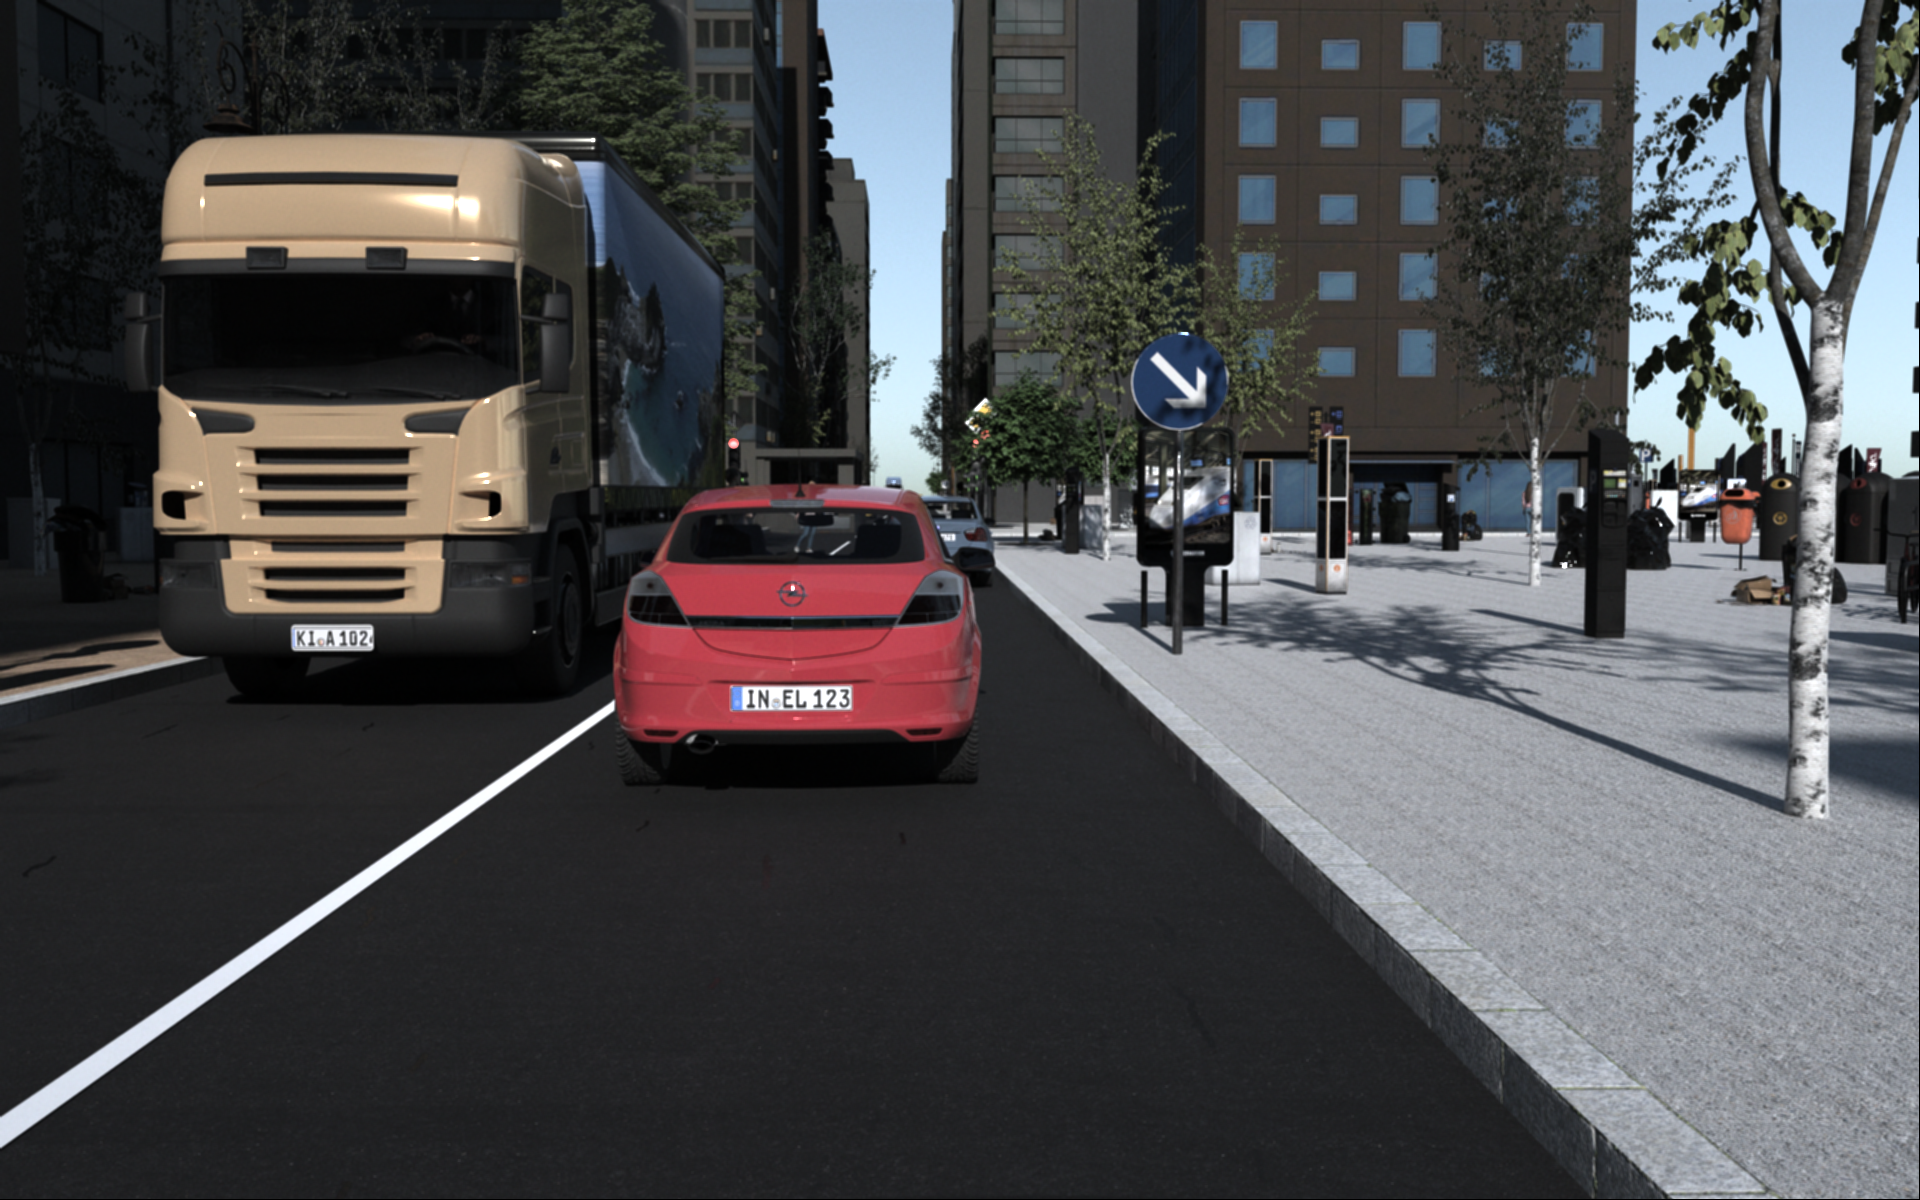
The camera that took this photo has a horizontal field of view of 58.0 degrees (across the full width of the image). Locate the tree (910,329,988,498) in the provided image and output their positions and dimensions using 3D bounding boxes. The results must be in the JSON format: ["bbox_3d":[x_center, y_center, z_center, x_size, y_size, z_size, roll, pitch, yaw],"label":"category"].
[{"bbox_3d":[0.783,-9.974,97.482,7.601,10.594,8.767,-1,4,-10],"label":"tree"}]

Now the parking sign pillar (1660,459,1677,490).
[{"bbox_3d":[54.278,-8.826,132.771,1.447,3.967,1.447,-1,4,-22],"label":"parking sign pillar"}]

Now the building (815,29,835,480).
[{"bbox_3d":[-23.128,-30.993,161.364,22.147,44.769,28.867,0,4,-1],"label":"building"}]

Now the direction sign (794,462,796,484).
[{"bbox_3d":[-8.396,-5.889,88.281,0.379,3.537,0.876,-1,4,-11],"label":"direction sign"}]

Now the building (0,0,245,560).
[{"bbox_3d":[-28.998,-36.560,36.011,20.611,71.187,20.563,0,4,-1],"label":"building"}]

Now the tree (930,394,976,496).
[{"bbox_3d":[-0.180,-10.672,124.846,4.360,8.622,3.978,0,3,0],"label":"tree"}]

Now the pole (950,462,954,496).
[{"bbox_3d":[-0.506,-7.201,111.575,0.158,3.312,0.155,0,3,0],"label":"pole"}]

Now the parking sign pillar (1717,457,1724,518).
[{"bbox_3d":[40.631,-6.328,91.937,1.447,3.967,1.447,-3,5,-43],"label":"parking sign pillar"}]

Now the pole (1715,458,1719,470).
[{"bbox_3d":[43.029,-6.402,98.516,0.158,3.312,0.155,0,3,0],"label":"pole"}]

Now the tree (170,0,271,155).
[{"bbox_3d":[-8.372,-4.319,20.982,4.360,8.622,3.978,0,3,0],"label":"tree"}]

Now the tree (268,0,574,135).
[{"bbox_3d":[-7.533,-4.695,27.129,4.360,8.622,3.978,0,3,0],"label":"tree"}]

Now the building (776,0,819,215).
[{"bbox_3d":[-18.728,-29.954,139.856,14.600,45.320,14.200,0,4,-1],"label":"building"}]

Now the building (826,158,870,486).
[{"bbox_3d":[-24.139,-38.470,252.679,21.300,48.544,21.600,0,4,-1],"label":"building"}]

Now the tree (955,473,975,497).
[{"bbox_3d":[0.116,-8.651,136.044,1.663,3.219,1.824,0,3,0],"label":"tree"}]

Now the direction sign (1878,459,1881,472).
[{"bbox_3d":[58.642,-7.294,111.251,0.876,3.537,0.379,2,4,35],"label":"direction sign"}]

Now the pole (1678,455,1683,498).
[{"bbox_3d":[37.694,-5.922,90.675,0.158,3.312,0.155,0,3,0],"label":"pole"}]

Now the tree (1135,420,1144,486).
[{"bbox_3d":[5.300,-4.743,61.259,4.285,4.588,4.351,0,3,0],"label":"tree"}]

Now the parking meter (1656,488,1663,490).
[{"bbox_3d":[29.327,-3.940,72.836,0.372,1.533,0.369,0,3,0],"label":"parking meter"}]

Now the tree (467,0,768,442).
[{"bbox_3d":[-8.413,-7.441,39.782,7.486,12.596,7.792,0,3,0],"label":"tree"}]

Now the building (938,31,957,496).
[{"bbox_3d":[6.887,-50.724,267.594,20.563,71.187,20.611,0,4,-1],"label":"building"}]

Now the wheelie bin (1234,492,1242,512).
[{"bbox_3d":[4.127,-1.232,28.045,0.693,1.594,0.980,-1,4,-21],"label":"wheelie bin"}]

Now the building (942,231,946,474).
[{"bbox_3d":[4.001,-38.874,285.691,14.600,45.320,14.200,0,4,-1],"label":"building"}]

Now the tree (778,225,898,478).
[{"bbox_3d":[-10.956,-16.433,124.575,12.611,20.169,13.585,0,3,0],"label":"tree"}]

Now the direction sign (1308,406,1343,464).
[{"bbox_3d":[9.459,-3.232,44.847,0.876,3.537,0.379,0,4,3],"label":"direction sign"}]

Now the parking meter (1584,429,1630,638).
[{"bbox_3d":[5.776,-0.597,15.469,0.255,1.863,0.399,0,4,1],"label":"parking meter"}]

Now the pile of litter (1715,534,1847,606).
[{"bbox_3d":[9.682,-0.395,20.419,1.719,0.858,1.176,0,4,-8],"label":"pile of litter"}]

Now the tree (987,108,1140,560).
[{"bbox_3d":[2.742,-5.056,33.034,4.737,8.622,4.395,0,3,0],"label":"tree"}]

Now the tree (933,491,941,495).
[{"bbox_3d":[-3.280,-15.088,241.293,1.663,3.219,1.824,0,3,0],"label":"tree"}]

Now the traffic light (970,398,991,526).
[{"bbox_3d":[0.725,-3.773,50.612,0.839,4.253,0.868,0,4,-1],"label":"traffic light"}]

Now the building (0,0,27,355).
[{"bbox_3d":[-16.240,-21.962,9.194,14.600,45.320,14.200,0,4,-1],"label":"building"}]

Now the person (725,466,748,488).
[{"bbox_3d":[-3.734,-1.294,29.022,0.648,1.900,0.474,-3,5,-42],"label":"person"}]

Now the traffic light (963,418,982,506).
[{"bbox_3d":[0.531,-4.261,58.595,0.839,4.253,0.868,0,4,-1],"label":"traffic light"}]

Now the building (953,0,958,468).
[{"bbox_3d":[9.775,-39.862,193.749,21.231,58.520,28.212,0,4,-1],"label":"building"}]

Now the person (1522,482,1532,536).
[{"bbox_3d":[17.804,-2.782,53.996,0.555,1.821,0.388,2,4,32],"label":"person"}]

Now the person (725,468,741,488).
[{"bbox_3d":[-2.967,-0.881,23.252,0.599,1.781,0.374,0,4,4],"label":"person"}]

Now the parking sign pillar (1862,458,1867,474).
[{"bbox_3d":[52.862,-6.915,101.539,1.447,3.967,1.447,-3,5,-42],"label":"parking sign pillar"}]

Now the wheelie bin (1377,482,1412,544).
[{"bbox_3d":[11.268,-2.260,44.866,0.693,1.594,0.980,-3,5,-43],"label":"wheelie bin"}]

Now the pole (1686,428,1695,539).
[{"bbox_3d":[20.714,-3.380,49.104,0.158,3.312,0.155,0,3,0],"label":"pole"}]

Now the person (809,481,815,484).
[{"bbox_3d":[-3.674,-1.942,40.924,0.598,1.740,0.731,2,4,28],"label":"person"}]

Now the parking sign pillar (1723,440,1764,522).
[{"bbox_3d":[36.508,-5.599,80.021,1.447,3.967,1.447,-2,4,-28],"label":"parking sign pillar"}]

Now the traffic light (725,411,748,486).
[{"bbox_3d":[-7.577,-4.248,58.383,0.839,4.253,0.868,0,4,-1],"label":"traffic light"}]

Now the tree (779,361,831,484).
[{"bbox_3d":[-9.207,-8.944,96.595,4.737,8.622,4.395,0,3,0],"label":"tree"}]

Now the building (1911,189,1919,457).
[{"bbox_3d":[52.382,-27.286,69.835,21.600,48.544,21.300,0,4,-1],"label":"building"}]

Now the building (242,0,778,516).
[{"bbox_3d":[-20.196,-23.112,69.764,32.217,40.220,23.993,0,4,-1],"label":"building"}]

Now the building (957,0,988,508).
[{"bbox_3d":[10.657,-32.065,147.957,21.300,48.544,21.600,0,4,-1],"label":"building"}]

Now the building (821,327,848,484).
[{"bbox_3d":[-26.725,-21.149,190.825,27.650,21.520,28.899,0,4,-1],"label":"building"}]

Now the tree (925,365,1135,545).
[{"bbox_3d":[1.758,-3.677,43.841,4.285,4.588,4.351,0,3,0],"label":"tree"}]

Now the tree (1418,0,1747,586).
[{"bbox_3d":[8.105,-4.491,23.796,4.360,8.622,3.978,0,3,0],"label":"tree"}]

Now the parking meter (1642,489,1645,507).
[{"bbox_3d":[33.912,-4.762,86.271,0.372,1.533,0.369,0,3,0],"label":"parking meter"}]

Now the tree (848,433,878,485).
[{"bbox_3d":[-11.839,-15.811,208.866,4.360,8.622,3.978,0,3,0],"label":"tree"}]

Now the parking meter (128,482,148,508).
[{"bbox_3d":[-17.207,-1.705,36.280,0.372,1.533,0.369,0,3,0],"label":"parking meter"}]

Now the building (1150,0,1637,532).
[{"bbox_3d":[14.982,-25.273,63.318,14.200,45.320,14.600,0,4,-1],"label":"building"}]

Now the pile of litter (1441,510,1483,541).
[{"bbox_3d":[13.809,-2.074,47.876,1.719,0.858,1.176,-3,5,-40],"label":"pile of litter"}]

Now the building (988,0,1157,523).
[{"bbox_3d":[8.259,-24.350,81.709,14.154,41.232,14.086,0,4,-1],"label":"building"}]

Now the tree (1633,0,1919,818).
[{"bbox_3d":[3.609,-3.448,6.741,4.737,8.622,4.395,0,3,0],"label":"tree"}]

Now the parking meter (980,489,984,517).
[{"bbox_3d":[1.262,-5.048,90.946,0.372,1.533,0.369,0,3,0],"label":"parking meter"}]

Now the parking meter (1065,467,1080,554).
[{"bbox_3d":[2.410,-1.920,37.099,0.255,1.863,0.399,1,4,12],"label":"parking meter"}]

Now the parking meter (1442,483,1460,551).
[{"bbox_3d":[11.091,-1.878,39.108,0.372,1.533,0.369,0,3,0],"label":"parking meter"}]

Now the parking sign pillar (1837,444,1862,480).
[{"bbox_3d":[47.794,-6.464,94.159,1.447,3.967,1.447,-3,5,-42],"label":"parking sign pillar"}]

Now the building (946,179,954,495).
[{"bbox_3d":[5.156,-33.230,226.905,14.154,41.232,14.086,0,4,-1],"label":"building"}]
